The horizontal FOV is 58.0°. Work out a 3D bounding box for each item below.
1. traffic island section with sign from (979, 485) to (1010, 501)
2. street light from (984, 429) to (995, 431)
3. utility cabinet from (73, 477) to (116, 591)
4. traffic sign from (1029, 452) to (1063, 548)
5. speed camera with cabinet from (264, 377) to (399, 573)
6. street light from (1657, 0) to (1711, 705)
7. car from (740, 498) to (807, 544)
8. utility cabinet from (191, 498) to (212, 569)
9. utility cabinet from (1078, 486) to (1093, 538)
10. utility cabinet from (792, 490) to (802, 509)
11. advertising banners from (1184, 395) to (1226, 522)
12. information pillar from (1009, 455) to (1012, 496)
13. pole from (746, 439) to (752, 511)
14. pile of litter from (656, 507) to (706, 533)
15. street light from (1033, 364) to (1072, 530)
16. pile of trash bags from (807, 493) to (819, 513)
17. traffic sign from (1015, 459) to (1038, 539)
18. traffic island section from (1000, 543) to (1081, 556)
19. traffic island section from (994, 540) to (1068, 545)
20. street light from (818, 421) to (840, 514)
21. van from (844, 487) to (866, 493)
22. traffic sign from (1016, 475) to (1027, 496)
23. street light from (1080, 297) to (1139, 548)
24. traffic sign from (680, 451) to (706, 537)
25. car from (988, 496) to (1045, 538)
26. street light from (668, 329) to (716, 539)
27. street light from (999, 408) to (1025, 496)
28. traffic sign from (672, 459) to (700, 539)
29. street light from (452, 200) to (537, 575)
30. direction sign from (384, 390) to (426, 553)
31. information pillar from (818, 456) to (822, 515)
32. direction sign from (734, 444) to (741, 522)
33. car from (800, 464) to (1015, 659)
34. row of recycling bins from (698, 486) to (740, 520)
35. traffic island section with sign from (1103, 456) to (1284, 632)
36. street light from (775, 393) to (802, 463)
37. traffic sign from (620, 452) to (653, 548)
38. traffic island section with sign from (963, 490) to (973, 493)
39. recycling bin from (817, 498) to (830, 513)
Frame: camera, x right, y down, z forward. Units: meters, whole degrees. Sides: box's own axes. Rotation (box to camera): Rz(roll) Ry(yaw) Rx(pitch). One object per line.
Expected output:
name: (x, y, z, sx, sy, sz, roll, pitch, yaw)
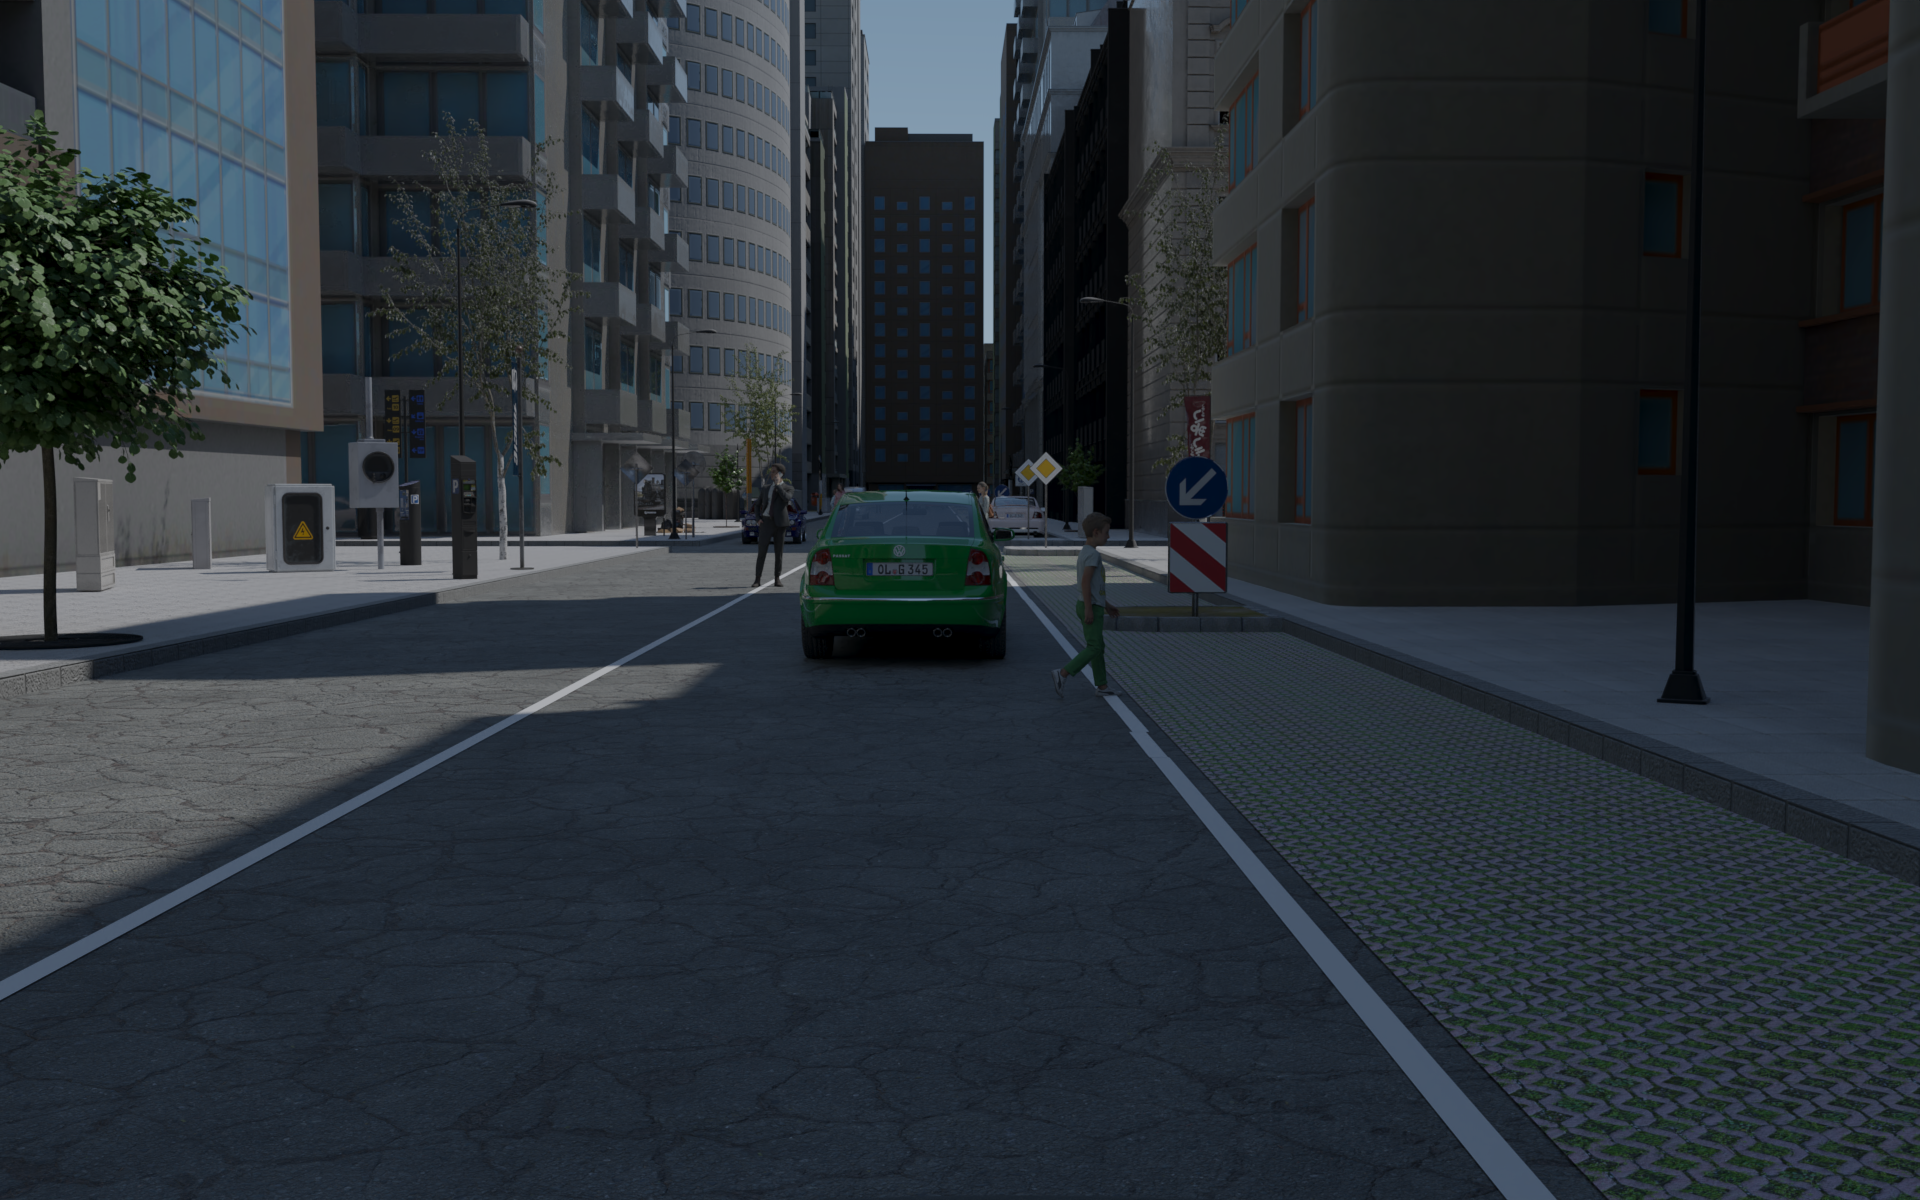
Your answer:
traffic island section with sign: (1.673, -4.006, 74.133, 1.989, 1.847, 2.006, 0, 4, -1)
street light: (2.405, -9.239, 123.604, 1.470, 5.913, 1.316, 0, 4, -1)
utility cabinet: (-11.548, -0.885, 23.148, 0.318, 1.500, 1.173, -1, 4, -18)
traffic sign: (2.038, -2.292, 41.108, 0.795, 2.450, 0.064, 0, 4, -1)
speed camera with cabinet: (-10.461, -2.111, 28.851, 2.038, 3.252, 0.660, -3, 4, -36)
street light: (3.933, -2.323, 10.529, 1.470, 5.913, 1.316, 0, 4, -1)
car: (-5.444, -2.343, 50.891, 1.945, 1.354, 3.894, 0, 4, -2)
utility cabinet: (-13.119, -1.149, 29.943, 0.306, 1.237, 1.020, -1, 4, -22)
utility cabinet: (3.671, -2.560, 50.536, 0.318, 1.500, 1.173, 0, 4, -3)
utility cabinet: (-8.330, -4.792, 87.024, 0.318, 1.500, 1.173, 1, 4, 22)
advertising banners: (4.849, -2.085, 30.278, 2.074, 3.025, 0.090, 2, 4, 32)
information pillar: (2.985, -6.815, 102.783, 0.183, 3.616, 0.504, 1, 4, 19)
pole: (-7.795, -4.290, 63.987, 0.158, 3.312, 0.155, 0, 3, 0)
pile of litter: (-9.254, -2.648, 57.264, 1.719, 0.858, 1.176, 0, 4, -3)
street light: (3.305, -5.478, 62.113, 1.470, 5.913, 1.316, 0, 4, -1)
pile of trash bags: (-11.099, -6.742, 119.990, 3.447, 1.369, 1.912, 3, 4, 36)
traffic sign: (1.939, -2.780, 49.093, 0.795, 2.450, 0.064, 0, 4, -1)
traffic island section: (2.062, -1.156, 41.186, 2.009, 0.180, 2.903, 0, 4, -1)
traffic island section: (1.963, -1.645, 49.170, 2.009, 0.180, 2.903, 0, 4, -1)
street light: (-8.390, -8.456, 110.794, 1.470, 5.913, 1.316, 0, 4, -1)
van: (-6.079, -5.618, 98.861, 2.013, 2.044, 4.112, 0, 4, 0)
traffic sign: (3.220, -5.442, 91.114, 0.606, 2.300, 0.079, 0, 4, 4)
street light: (3.534, -4.192, 41.077, 1.470, 5.913, 1.316, 0, 4, -1)
traffic sign: (-7.889, -3.123, 51.167, 0.768, 2.556, 0.104, 0, 4, 6)
car: (1.670, -2.526, 53.661, 2.083, 1.381, 4.827, 0, 4, 1)
street light: (-7.559, -4.672, 48.932, 1.470, 5.913, 1.316, 0, 4, -1)
street light: (2.908, -7.371, 93.055, 1.470, 5.913, 1.316, 0, 4, -1)
traffic sign: (-7.754, -2.774, 48.994, 0.795, 2.450, 0.064, 0, 4, -1)
street light: (-7.379, -3.361, 27.487, 1.470, 5.913, 1.316, 0, 4, -1)
direction sign: (-12.042, -2.793, 37.665, 0.876, 3.537, 0.379, 0, 4, 2)
information pillar: (-8.500, -6.978, 105.451, 0.183, 3.616, 0.504, -1, 4, -16)
direction sign: (-10.134, -5.321, 78.989, 0.379, 3.537, 0.876, 0, 4, -7)
car: (-0.451, -0.467, 16.433, 1.959, 1.807, 4.718, 0, 4, 1)
row of recycling bins: (-12.209, -4.916, 87.487, 1.069, 1.692, 3.534, -2, 4, -35)
traffic island section with sign: (2.349, -0.621, 18.789, 1.989, 1.847, 2.006, 0, 4, -1)
street light: (-7.945, -6.552, 79.672, 1.470, 5.913, 1.316, 0, 4, -1)
traffic sign: (-7.656, -2.285, 41.009, 0.795, 2.450, 0.064, 0, 4, -1)
traffic island section with sign: (1.322, -5.667, 101.283, 1.989, 1.847, 2.006, 0, 4, -1)
recycling bin: (-9.263, -6.430, 117.682, 0.722, 1.027, 0.722, 1, 4, 17)
